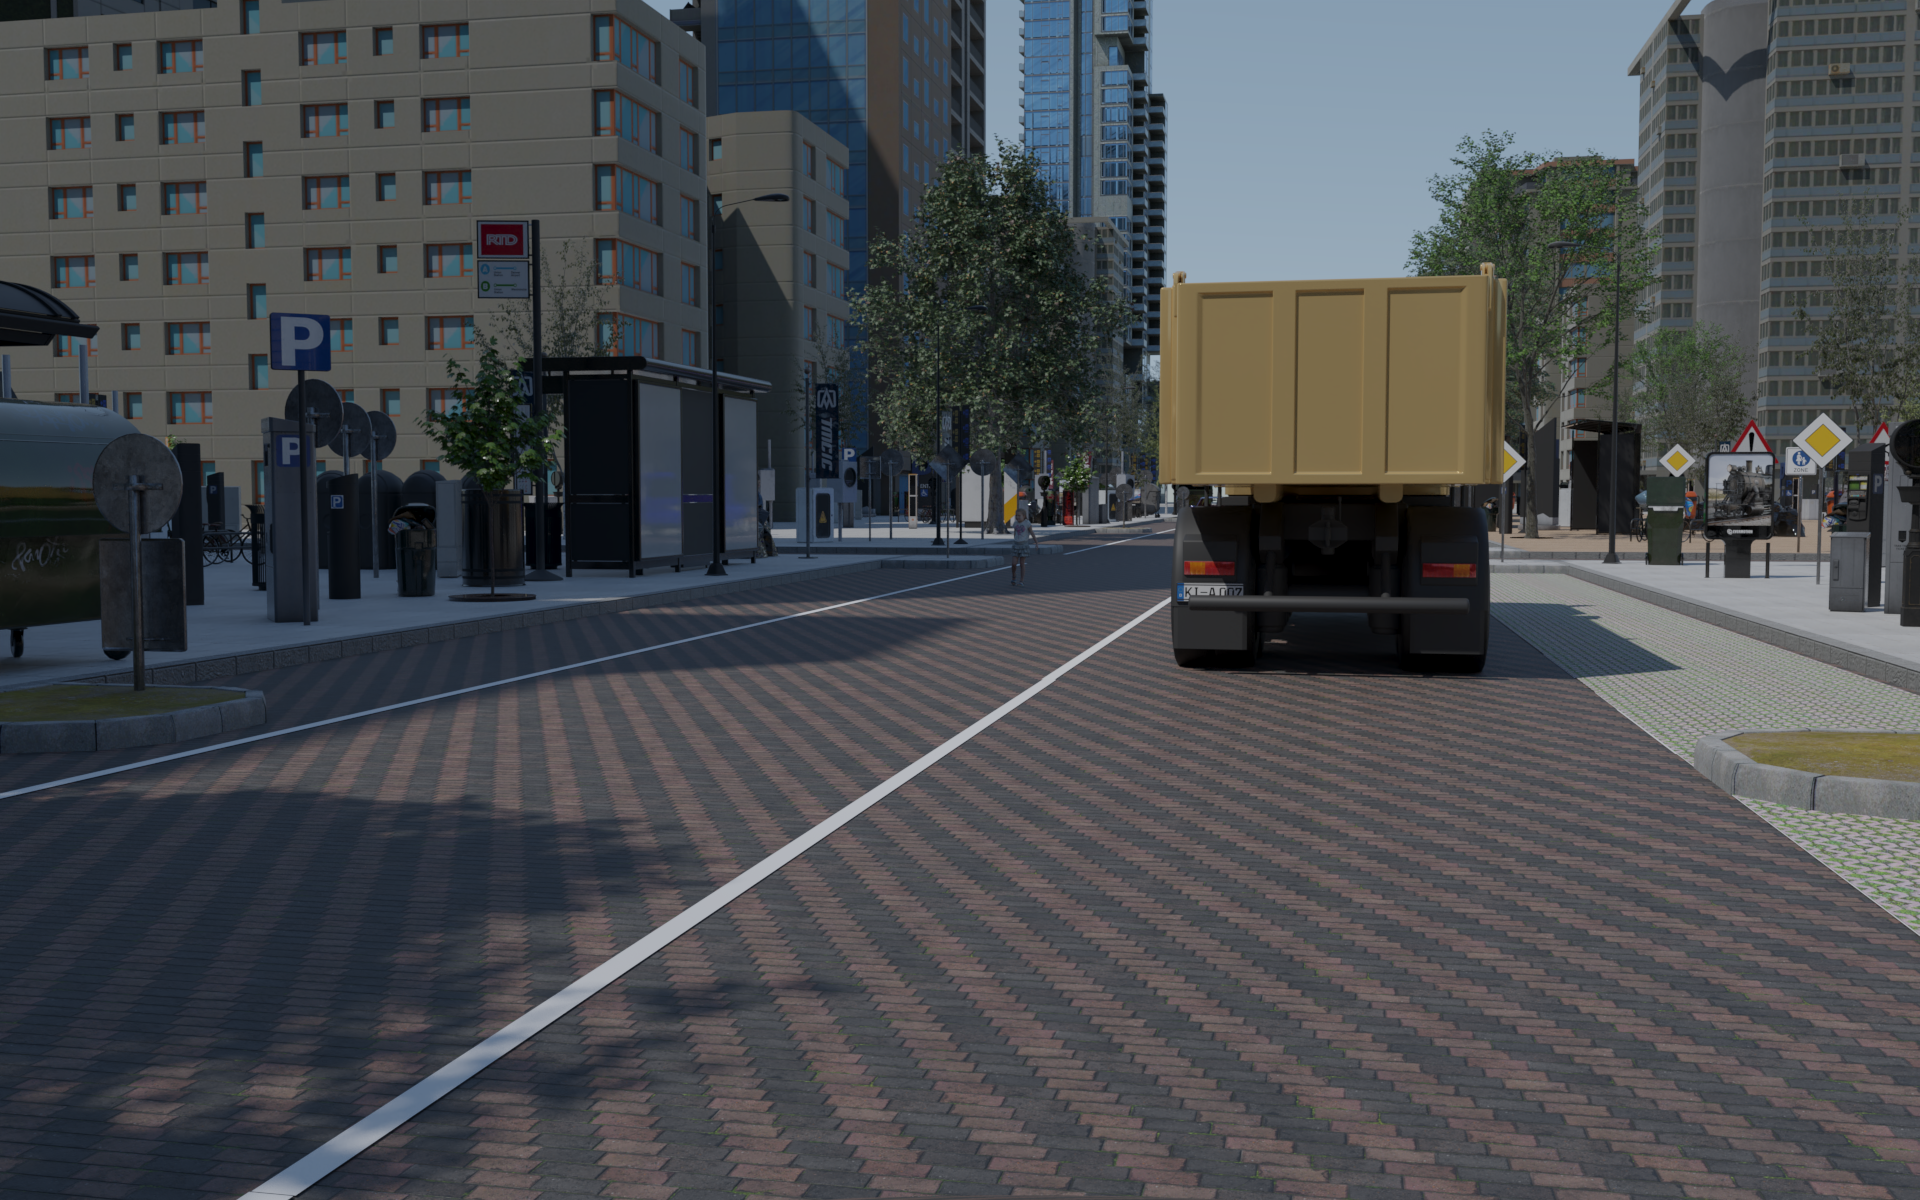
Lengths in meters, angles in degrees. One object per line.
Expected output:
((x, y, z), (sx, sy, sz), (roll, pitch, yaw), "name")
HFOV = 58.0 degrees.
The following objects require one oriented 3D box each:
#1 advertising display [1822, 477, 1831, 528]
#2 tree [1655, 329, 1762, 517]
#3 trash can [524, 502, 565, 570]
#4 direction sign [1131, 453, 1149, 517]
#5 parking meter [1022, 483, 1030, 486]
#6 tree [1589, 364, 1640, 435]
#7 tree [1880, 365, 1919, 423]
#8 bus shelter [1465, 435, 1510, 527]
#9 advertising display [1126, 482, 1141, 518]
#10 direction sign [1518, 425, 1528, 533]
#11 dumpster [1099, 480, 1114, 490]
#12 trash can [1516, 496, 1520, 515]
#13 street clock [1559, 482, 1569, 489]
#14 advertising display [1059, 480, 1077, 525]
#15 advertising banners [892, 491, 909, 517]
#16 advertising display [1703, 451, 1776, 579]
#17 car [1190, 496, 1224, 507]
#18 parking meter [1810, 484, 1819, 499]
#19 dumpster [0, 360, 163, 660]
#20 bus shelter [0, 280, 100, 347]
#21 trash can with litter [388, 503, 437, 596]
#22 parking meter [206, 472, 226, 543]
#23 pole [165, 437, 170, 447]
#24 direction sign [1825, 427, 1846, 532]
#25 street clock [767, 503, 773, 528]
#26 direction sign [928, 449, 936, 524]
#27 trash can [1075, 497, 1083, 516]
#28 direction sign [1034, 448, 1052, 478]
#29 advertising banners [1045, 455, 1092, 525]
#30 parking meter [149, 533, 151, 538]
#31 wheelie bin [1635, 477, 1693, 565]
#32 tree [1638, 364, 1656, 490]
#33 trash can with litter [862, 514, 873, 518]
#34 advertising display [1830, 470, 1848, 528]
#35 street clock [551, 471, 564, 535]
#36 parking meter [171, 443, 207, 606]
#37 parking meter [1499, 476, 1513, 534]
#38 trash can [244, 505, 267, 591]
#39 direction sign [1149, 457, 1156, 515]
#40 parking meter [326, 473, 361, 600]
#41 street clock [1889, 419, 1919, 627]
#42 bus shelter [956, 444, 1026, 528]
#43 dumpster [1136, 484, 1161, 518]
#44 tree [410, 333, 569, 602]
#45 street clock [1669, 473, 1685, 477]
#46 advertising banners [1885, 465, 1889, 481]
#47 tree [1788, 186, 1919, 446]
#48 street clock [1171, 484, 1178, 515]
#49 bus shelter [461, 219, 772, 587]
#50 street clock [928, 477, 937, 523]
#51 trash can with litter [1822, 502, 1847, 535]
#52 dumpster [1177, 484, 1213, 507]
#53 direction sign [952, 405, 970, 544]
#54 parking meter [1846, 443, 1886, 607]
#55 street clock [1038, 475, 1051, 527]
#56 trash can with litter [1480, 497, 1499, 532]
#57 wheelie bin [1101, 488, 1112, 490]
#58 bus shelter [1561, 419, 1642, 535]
((33.183, -3.716, 65.972), (0.974, 1.923, 0.123), (-2, 4, -27), "advertising display")
((33.908, -7.784, 77.631), (4.360, 8.622, 3.978), (0, 3, 0), "tree")
((-7.113, -1.096, 29.571), (0.748, 1.137, 0.748), (0, 3, 0), "trash can")
((9.890, -6.376, 96.252), (0.876, 3.537, 0.379), (-1, 4, -17), "direction sign")
((3.527, -5.342, 93.050), (0.399, 1.863, 0.255), (-2, 4, -32), "parking meter")
((37.403, -8.965, 96.933), (4.360, 8.622, 3.978), (0, 3, 0), "tree")
((53.138, -8.910, 96.043), (4.737, 8.622, 4.395), (0, 3, 0), "tree")
((20.314, -4.664, 67.543), (1.731, 3.624, 6.357), (1, 4, 12), "bus shelter")
((9.140, -5.308, 92.000), (0.974, 1.923, 0.123), (1, 4, 16), "advertising display")
((18.548, -3.967, 56.859), (0.379, 3.537, 0.876), (3, 5, 43), "direction sign")
((8.833, -6.422, 107.492), (1.502, 2.255, 1.985), (1, 4, 12), "dumpster")
((34.150, -5.728, 105.312), (0.748, 1.137, 0.748), (0, 3, 0), "trash can")
((36.255, -6.082, 104.007), (0.471, 2.002, 0.358), (0, 4, -5), "street clock")
((4.524, -4.099, 72.238), (0.974, 1.923, 0.123), (3, 5, 42), "advertising display")
((-2.987, -6.292, 99.068), (2.074, 3.025, 0.090), (-1, 4, -17), "advertising banners")
((11.848, -1.293, 26.357), (0.974, 1.923, 0.123), (1, 4, 14), "advertising display")
((10.411, -3.565, 70.861), (1.945, 1.354, 3.894), (1, 4, 10), "car")
((49.481, -5.786, 100.308), (0.255, 1.863, 0.399), (-2, 4, -33), "parking meter")
((-7.069, -0.620, 12.628), (1.502, 2.255, 1.985), (1, 4, 12), "dumpster")
((-9.730, -1.229, 14.017), (2.014, 3.302, 5.546), (1, 4, 12), "bus shelter")
((-6.972, -0.645, 21.925), (0.624, 1.170, 1.055), (-2, 4, -25), "trash can with litter")
((-19.719, -2.458, 45.892), (0.399, 1.863, 0.255), (1, 4, 8), "parking meter")
((-28.285, -4.169, 61.999), (0.158, 3.312, 0.155), (0, 3, 0), "pole")
((29.634, -4.079, 58.687), (0.876, 3.537, 0.379), (-1, 4, -22), "direction sign")
((-7.173, -3.715, 65.303), (0.358, 2.002, 0.471), (-2, 4, -25), "street clock")
((-1.166, -4.967, 73.208), (0.379, 3.537, 0.876), (0, 4, 4), "direction sign")
((7.056, -5.498, 101.538), (0.748, 1.137, 0.748), (0, 3, 0), "trash can")
((4.039, -5.678, 84.825), (0.876, 3.537, 0.379), (1, 4, 10), "direction sign")
((4.410, -4.573, 70.949), (2.074, 3.025, 0.090), (1, 4, 15), "advertising banners")
((-10.856, -1.052, 22.909), (0.255, 1.863, 0.399), (-2, 4, -26), "parking meter")
((12.736, -1.434, 31.347), (0.980, 1.594, 0.693), (1, 4, 22), "wheelie bin")
((37.630, -8.502, 89.371), (4.360, 8.622, 3.978), (0, 3, 0), "tree")
((-5.581, -5.126, 94.873), (1.678, 1.210, 2.233), (0, 4, -1), "trash can with litter")
((24.208, -2.570, 47.226), (0.974, 1.923, 0.123), (-2, 4, -25), "advertising display")
((-12.713, -3.075, 54.839), (0.471, 2.002, 0.358), (3, 5, 41), "street clock")
((-8.946, -0.876, 20.041), (0.255, 1.863, 0.399), (-3, 5, -39), "parking meter")
((17.528, -3.053, 55.620), (0.255, 1.863, 0.399), (-2, 4, -31), "parking meter")
((-9.151, -0.704, 23.161), (0.748, 1.137, 0.748), (0, 3, 0), "trash can")
((11.547, -6.955, 105.706), (0.876, 3.537, 0.379), (-1, 4, -21), "direction sign")
((-7.543, -0.782, 21.196), (0.372, 1.533, 0.369), (0, 3, 0), "parking meter")
((9.231, -0.744, 16.728), (0.471, 2.002, 0.358), (1, 4, 20), "street clock")
((1.105, -4.516, 67.764), (2.014, 3.302, 5.546), (1, 4, 12), "bus shelter")
((10.140, -5.356, 93.337), (1.264, 1.857, 1.865), (1, 4, 12), "dumpster")
((-5.543, -1.612, 20.952), (1.663, 3.219, 1.824), (0, 3, 0), "tree")
((22.645, -3.071, 54.780), (0.358, 2.002, 0.471), (-1, 4, -20), "street clock")
((36.910, -4.538, 70.377), (0.090, 3.025, 2.074), (-3, 5, -40), "advertising banners")
((21.835, -5.568, 41.406), (4.360, 8.622, 3.978), (0, 3, 0), "tree")
((13.093, -6.156, 105.220), (0.471, 2.002, 0.358), (-1, 4, -19), "street clock")
((-5.455, -3.074, 27.899), (2.179, 5.291, 8.768), (1, 4, 12), "bus shelter")
((-1.132, -4.305, 74.955), (0.471, 2.002, 0.358), (1, 4, 9), "street clock")
((12.957, -0.842, 25.149), (0.624, 1.170, 1.055), (3, 5, 42), "trash can with litter")
((12.944, -5.530, 95.365), (1.985, 2.255, 1.502), (1, 4, 10), "dumpster")
((0.020, -3.199, 44.299), (0.379, 3.537, 0.876), (-2, 4, -29), "direction sign")
((10.288, -0.855, 19.695), (0.399, 1.863, 0.255), (-3, 4, -36), "parking meter")
((3.271, -3.840, 67.358), (0.471, 2.002, 0.358), (-3, 4, -36), "street clock")
((17.818, -2.911, 58.987), (0.624, 1.170, 1.055), (-2, 4, -34), "trash can with litter")
((7.970, -5.310, 94.724), (0.980, 1.594, 0.693), (-1, 4, -13), "wheelie bin")
((21.071, -4.024, 57.067), (1.731, 3.624, 6.357), (1, 4, 12), "bus shelter")
